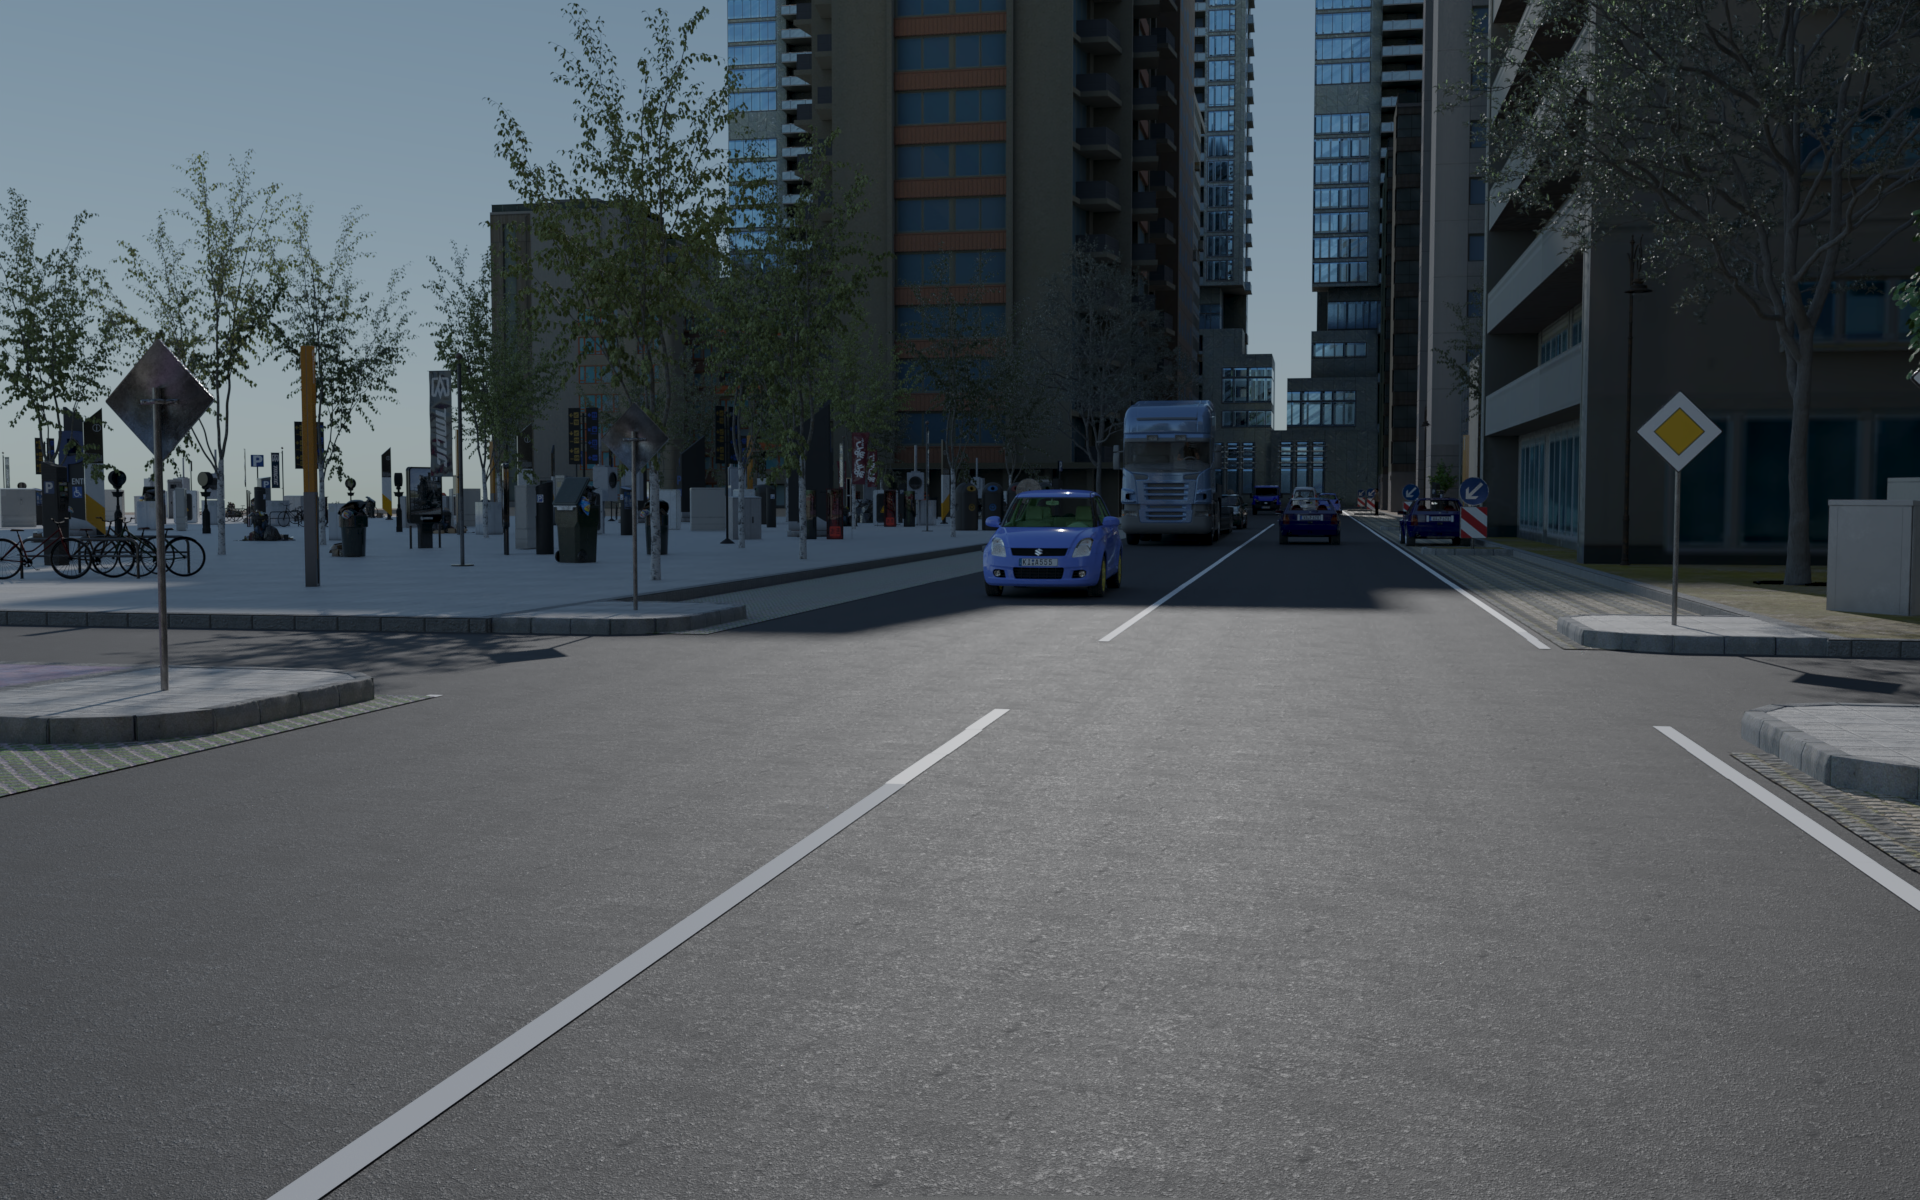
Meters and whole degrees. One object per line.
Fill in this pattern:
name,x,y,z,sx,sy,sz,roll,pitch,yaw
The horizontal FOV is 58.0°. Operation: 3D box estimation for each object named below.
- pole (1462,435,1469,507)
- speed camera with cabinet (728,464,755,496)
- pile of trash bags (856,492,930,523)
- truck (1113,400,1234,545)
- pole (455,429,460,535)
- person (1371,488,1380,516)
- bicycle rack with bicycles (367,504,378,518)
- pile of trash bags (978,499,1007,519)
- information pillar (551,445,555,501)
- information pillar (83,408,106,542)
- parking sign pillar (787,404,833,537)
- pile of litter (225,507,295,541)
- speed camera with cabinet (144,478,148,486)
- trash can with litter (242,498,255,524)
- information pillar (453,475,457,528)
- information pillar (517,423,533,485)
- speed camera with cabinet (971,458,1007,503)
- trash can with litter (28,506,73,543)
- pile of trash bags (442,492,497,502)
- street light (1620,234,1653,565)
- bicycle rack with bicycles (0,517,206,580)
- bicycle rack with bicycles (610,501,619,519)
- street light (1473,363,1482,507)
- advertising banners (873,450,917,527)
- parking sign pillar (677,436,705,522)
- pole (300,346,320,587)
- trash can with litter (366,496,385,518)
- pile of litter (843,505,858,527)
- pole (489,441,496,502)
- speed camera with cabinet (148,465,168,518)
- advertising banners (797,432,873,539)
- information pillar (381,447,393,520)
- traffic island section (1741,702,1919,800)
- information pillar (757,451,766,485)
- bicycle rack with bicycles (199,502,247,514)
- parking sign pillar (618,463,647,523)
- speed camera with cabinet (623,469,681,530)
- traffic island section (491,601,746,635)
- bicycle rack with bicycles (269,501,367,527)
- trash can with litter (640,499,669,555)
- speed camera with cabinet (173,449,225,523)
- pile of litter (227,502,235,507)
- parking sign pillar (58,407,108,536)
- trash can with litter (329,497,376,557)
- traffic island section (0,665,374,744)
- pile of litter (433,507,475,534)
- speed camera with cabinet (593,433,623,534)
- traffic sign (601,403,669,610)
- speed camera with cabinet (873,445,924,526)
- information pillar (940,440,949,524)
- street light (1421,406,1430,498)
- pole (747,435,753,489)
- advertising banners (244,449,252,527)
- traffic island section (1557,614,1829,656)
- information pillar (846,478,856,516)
pole,17.466,-4.036,59.840,0.158,3.312,0.155,0,3,0
speed camera with cabinet,-7.427,-3.938,58.730,0.660,3.252,2.038,-1,4,-19
pile of trash bags,-3.047,-4.134,77.342,3.447,1.369,1.912,-1,4,-12
truck,7.252,-4.028,55.620,2.967,4.110,18.799,1,4,11
pole,-15.774,-3.712,54.540,0.158,3.312,0.155,0,3,0
person,27.516,-6.483,114.515,0.705,1.823,1.348,0,4,-8
bicycle rack with bicycles,-27.162,-3.763,74.908,2.925,0.926,2.852,0,4,3
pile of trash bags,1.166,-4.833,88.771,1.912,1.369,3.447,-2,4,-27
information pillar,-19.204,-5.531,81.783,0.183,3.616,0.504,0,4,-2
information pillar,-23.376,-3.391,46.798,0.504,3.616,0.183,-2,4,-32
parking sign pillar,-4.510,-3.902,52.263,1.447,3.967,1.447,1,4,13
pile of litter,-19.135,-2.061,47.659,1.719,0.858,1.176,2,4,26
speed camera with cabinet,-44.216,-6.225,96.115,0.660,3.252,2.038,2,4,28
trash can with litter,-30.566,-3.872,74.696,1.055,1.170,0.624,2,4,31
information pillar,-19.174,-3.774,66.194,0.304,2.012,0.304,-3,4,-38
information pillar,-14.242,-4.002,56.781,0.504,3.616,0.183,-2,4,-24
speed camera with cabinet,1.637,-6.134,94.630,2.038,3.252,0.660,1,4,14
trash can with litter,-24.149,-2.114,45.948,1.055,1.170,0.624,-3,5,-41
pile of trash bags,-28.139,-5.452,98.894,3.447,1.369,1.912,-1,4,-23
street light,11.985,-3.563,31.035,0.468,5.910,1.993,1,4,12
bicycle rack with bicycles,-13.187,-0.832,26.980,2.925,0.926,2.852,0,4,1
bicycle rack with bicycles,-17.555,-4.389,85.139,2.852,0.926,2.925,-1,4,-17
street light,18.087,-5.356,60.358,0.468,5.910,1.993,1,4,12
advertising banners,-2.699,-4.360,67.471,2.074,3.025,0.090,0,4,-2
parking sign pillar,-12.355,-5.570,79.545,1.447,3.967,1.447,-3,5,-43
pole,-8.976,-1.840,23.924,0.158,3.312,0.155,0,3,0
trash can with litter,-31.441,-4.995,93.059,1.055,1.170,0.624,0,4,2
pile of litter,-4.776,-3.332,68.442,1.719,0.858,1.176,-2,4,-23
pole,-18.075,-4.473,66.973,0.158,3.312,0.155,0,3,0
speed camera with cabinet,-42.920,-6.108,94.195,2.038,3.252,0.660,1,4,15
advertising banners,-3.564,-3.224,48.894,2.074,3.025,0.090,0,4,6
information pillar,-28.464,-5.790,86.015,0.504,3.616,0.183,-3,4,-37
traffic island section,5.398,0.804,9.138,2.009,0.180,2.903,1,4,12
information pillar,-10.413,-6.101,91.107,0.504,3.616,0.183,-1,4,-9
bicycle rack with bicycles,-34.210,-4.103,80.467,2.925,0.926,2.852,0,4,-4
parking sign pillar,-14.464,-5.405,76.844,1.447,3.967,1.447,2,4,29
speed camera with cabinet,-11.129,-4.163,62.406,2.038,3.252,0.660,0,4,4
traffic island section,-3.607,0.192,19.146,2.009,0.180,2.903,1,4,12
bicycle rack with bicycles,-25.321,-3.305,67.412,2.852,0.926,2.925,1,4,16
trash can with litter,-6.496,-1.553,36.785,0.624,1.170,1.055,-1,4,-12
speed camera with cabinet,-33.522,-5.011,76.267,2.038,3.252,0.660,-1,4,-14
pile of litter,-40.221,-4.964,95.131,1.719,0.858,1.176,-3,5,-42
parking sign pillar,-26.973,-3.956,53.159,1.447,3.967,1.447,1,4,13
trash can with litter,-12.555,-1.467,35.372,1.055,1.170,0.624,3,5,41
traffic island section,-5.220,0.670,11.325,2.009,0.180,2.903,1,4,12
pile of litter,-16.638,-2.607,56.583,1.719,0.858,1.176,-3,4,-37
speed camera with cabinet,-11.638,-3.728,55.296,0.660,3.252,2.038,1,4,16
traffic sign,-3.582,-0.944,19.079,0.795,2.450,0.064,1,4,12
speed camera with cabinet,-2.479,-4.627,69.984,2.038,3.252,0.660,0,4,1
information pillar,-0.639,-5.092,74.608,0.183,3.616,0.504,3,4,37
street light,24.080,-7.151,89.703,0.468,5.910,1.993,1,4,12
pole,-7.310,-4.067,60.333,0.158,3.312,0.155,0,3,0
advertising banners,-27.768,-4.361,67.488,0.090,3.025,2.074,-1,4,-17
traffic island section,7.011,0.325,16.959,2.009,0.180,2.903,1,4,12
information pillar,-4.968,-4.556,78.985,0.304,2.012,0.304,-3,5,-43
